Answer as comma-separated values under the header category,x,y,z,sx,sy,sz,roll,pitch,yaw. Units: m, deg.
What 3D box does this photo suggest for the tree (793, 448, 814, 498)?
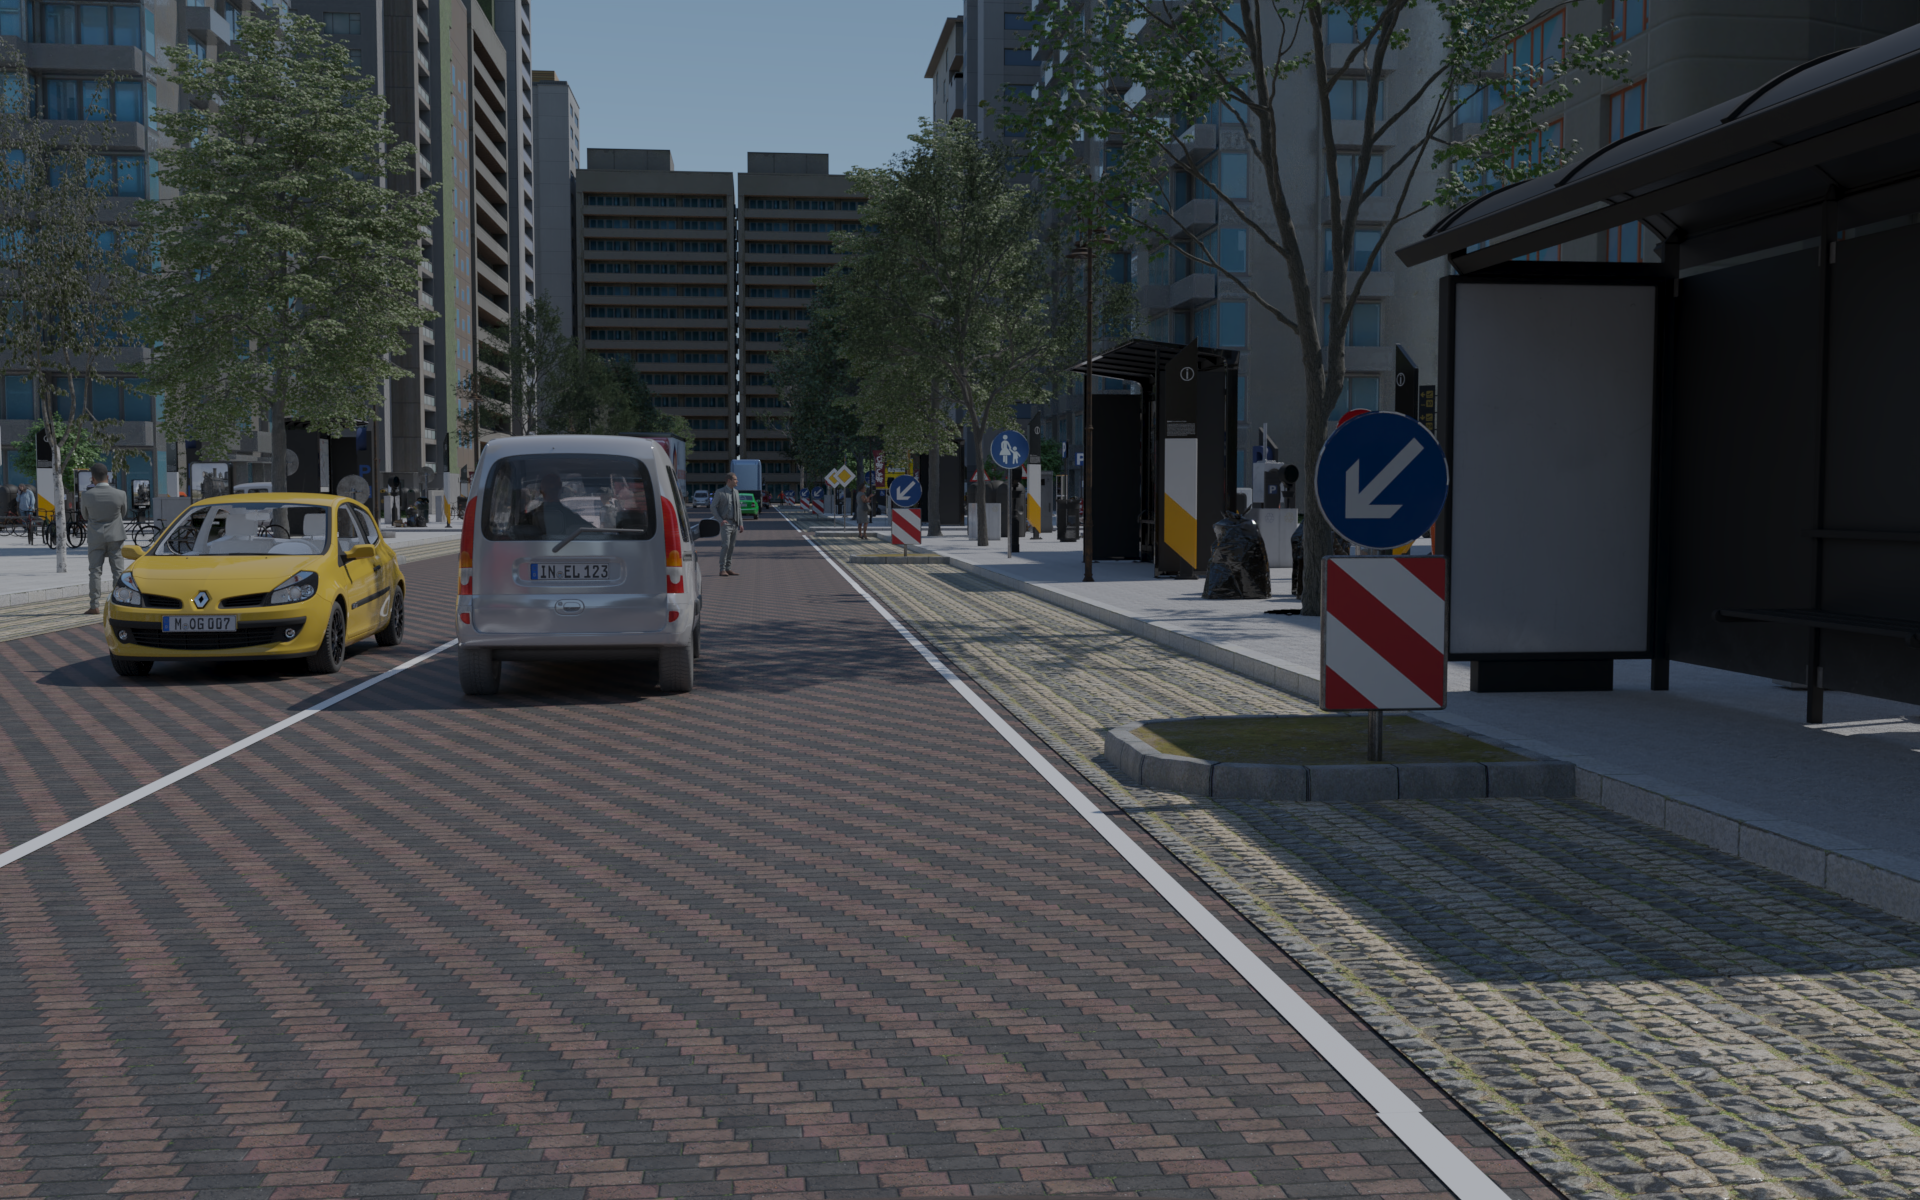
category,x,y,z,sx,sy,sz,roll,pitch,yaw
tree,-15.932,-14.245,183.266,4.737,8.622,4.395,0,3,0

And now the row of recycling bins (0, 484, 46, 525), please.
category,x,y,z,sx,sy,sz,roll,pitch,yaw
row of recycling bins,-40.299,-4.034,73.062,3.534,1.692,1.069,2,4,24

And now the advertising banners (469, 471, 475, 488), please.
category,x,y,z,sx,sy,sz,roll,pitch,yaw
advertising banners,-36.746,-8.367,132.991,2.074,3.025,0.090,1,4,10

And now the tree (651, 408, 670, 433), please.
category,x,y,z,sx,sy,sz,roll,pitch,yaw
tree,-35.672,-17.410,210.416,9.928,11.665,9.643,0,3,0

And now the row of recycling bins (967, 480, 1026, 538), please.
category,x,y,z,sx,sy,sz,roll,pitch,yaw
row of recycling bins,1.055,-2.789,52.718,1.069,1.692,3.534,-1,4,-18

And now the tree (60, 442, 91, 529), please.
category,x,y,z,sx,sy,sz,roll,pitch,yaw
tree,-33.328,-4.291,64.759,1.663,3.219,1.824,0,3,0

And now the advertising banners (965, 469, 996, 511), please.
category,x,y,z,sx,sy,sz,roll,pitch,yaw
advertising banners,1.230,-6.711,105.912,2.074,3.025,0.090,1,4,17

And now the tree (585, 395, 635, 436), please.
category,x,y,z,sx,sy,sz,roll,pitch,yaw
tree,-25.233,-10.586,123.446,4.360,8.622,3.978,0,3,0

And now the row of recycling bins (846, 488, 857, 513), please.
category,x,y,z,sx,sy,sz,roll,pitch,yaw
row of recycling bins,-7.676,-6.876,119.539,1.069,1.692,3.534,0,4,8

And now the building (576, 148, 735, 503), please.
category,x,y,z,sx,sy,sz,roll,pitch,yaw
building,-42.508,-38.067,246.089,21.600,48.544,21.300,0,4,-7

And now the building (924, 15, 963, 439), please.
category,x,y,z,sx,sy,sz,roll,pitch,yaw
building,11.624,-36.822,191.270,28.713,52.752,27.495,0,4,-7

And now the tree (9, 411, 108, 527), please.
category,x,y,z,sx,sy,sz,roll,pitch,yaw
tree,-35.386,-5.159,68.055,4.285,4.588,4.351,0,3,0

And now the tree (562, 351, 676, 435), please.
category,x,y,z,sx,sy,sz,roll,pitch,yaw
tree,-27.581,-13.615,139.619,9.611,12.733,9.660,0,3,0

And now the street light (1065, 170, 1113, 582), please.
category,x,y,z,sx,sy,sz,roll,pitch,yaw
street light,1.879,-3.204,25.166,0.468,5.910,1.993,0,4,-7

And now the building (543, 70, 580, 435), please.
category,x,y,z,sx,sy,sz,roll,pitch,yaw
building,-67.701,-42.877,243.030,28.212,58.520,21.231,0,4,-7

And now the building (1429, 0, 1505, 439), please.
category,x,y,z,sx,sy,sz,roll,pitch,yaw
building,23.751,-28.878,91.762,30.456,49.044,23.786,0,4,-7

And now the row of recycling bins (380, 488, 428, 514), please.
category,x,y,z,sx,sy,sz,roll,pitch,yaw
row of recycling bins,-36.210,-6.410,111.914,3.534,1.692,1.069,2,4,31

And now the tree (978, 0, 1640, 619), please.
category,x,y,z,sx,sy,sz,roll,pitch,yaw
tree,3.827,-5.652,18.168,9.928,11.665,9.643,0,3,0

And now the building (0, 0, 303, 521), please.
category,x,y,z,sx,sy,sz,roll,pitch,yaw
building,-49.355,-28.959,93.091,23.786,49.044,30.456,0,4,-7

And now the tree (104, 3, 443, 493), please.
category,x,y,z,sx,sy,sz,roll,pitch,yaw
tree,-15.690,-7.496,40.682,7.486,12.596,7.792,0,3,0

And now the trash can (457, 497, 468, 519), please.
category,x,y,z,sx,sy,sz,roll,pitch,yaw
trash can,-25.266,-4.690,88.341,0.748,1.137,0.748,0,3,0

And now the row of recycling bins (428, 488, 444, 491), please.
category,x,y,z,sx,sy,sz,roll,pitch,yaw
row of recycling bins,-35.390,-6.704,116.724,1.069,1.692,3.534,-3,4,-36

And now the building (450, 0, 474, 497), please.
category,x,y,z,sx,sy,sz,roll,pitch,yaw
building,-48.891,-30.196,143.807,14.600,45.320,14.200,0,4,-7

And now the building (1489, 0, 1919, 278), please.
category,x,y,z,sx,sy,sz,roll,pitch,yaw
building,28.742,-11.360,30.777,27.650,21.520,28.899,0,4,-7

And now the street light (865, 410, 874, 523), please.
category,x,y,z,sx,sy,sz,roll,pitch,yaw
street light,-3.925,-6.307,75.900,0.468,5.910,1.993,0,4,-7

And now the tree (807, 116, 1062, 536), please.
category,x,y,z,sx,sy,sz,roll,pitch,yaw
tree,-0.652,-8.201,52.208,7.486,12.596,7.792,0,3,0

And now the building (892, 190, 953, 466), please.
category,x,y,z,sx,sy,sz,roll,pitch,yaw
building,-2.923,-36.550,247.698,14.200,45.320,14.600,0,4,-7

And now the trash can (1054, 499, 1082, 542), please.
category,x,y,z,sx,sy,sz,roll,pitch,yaw
trash can,2.896,-2.119,46.301,0.748,1.137,0.748,0,3,0

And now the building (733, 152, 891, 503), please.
category,x,y,z,sx,sy,sz,roll,pitch,yaw
building,-21.074,-38.230,248.762,21.600,48.544,21.300,0,4,-7

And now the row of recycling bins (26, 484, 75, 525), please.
category,x,y,z,sx,sy,sz,roll,pitch,yaw
row of recycling bins,-37.594,-3.977,72.142,1.069,1.692,3.534,-1,4,-10

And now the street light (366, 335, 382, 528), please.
category,x,y,z,sx,sy,sz,roll,pitch,yaw
street light,-16.159,-4.590,47.839,0.468,5.910,1.993,0,4,-7

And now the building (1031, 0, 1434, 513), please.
category,x,y,z,sx,sy,sz,roll,pitch,yaw
building,17.502,-31.121,128.436,23.786,49.044,30.456,0,4,-7

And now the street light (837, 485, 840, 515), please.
category,x,y,z,sx,sy,sz,roll,pitch,yaw
street light,-7.585,-8.278,108.137,0.468,5.910,1.993,0,4,-7

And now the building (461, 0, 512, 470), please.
category,x,y,z,sx,sy,sz,roll,pitch,yaw
building,-54.310,-32.867,161.072,21.300,48.544,21.600,0,4,-7

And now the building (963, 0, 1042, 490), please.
category,x,y,z,sx,sy,sz,roll,pitch,yaw
building,10.837,-37.983,163.020,21.231,58.520,28.212,0,4,-7

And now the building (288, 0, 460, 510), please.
category,x,y,z,sx,sy,sz,roll,pitch,yaw
building,-46.131,-27.277,129.570,14.154,41.232,14.086,0,4,-7

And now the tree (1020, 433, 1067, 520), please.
category,x,y,z,sx,sy,sz,roll,pitch,yaw
tree,3.659,-6.225,85.486,4.285,4.588,4.351,0,3,0

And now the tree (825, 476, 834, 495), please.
category,x,y,z,sx,sy,sz,roll,pitch,yaw
tree,-10.050,-11.290,134.959,4.360,8.622,3.978,0,3,0

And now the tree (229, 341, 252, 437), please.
category,x,y,z,sx,sy,sz,roll,pitch,yaw
tree,-33.655,-7.749,77.056,4.360,8.622,3.978,0,3,0

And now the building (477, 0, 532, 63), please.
category,x,y,z,sx,sy,sz,roll,pitch,yaw
building,-60.829,-39.443,186.897,28.212,58.520,21.231,0,4,-7

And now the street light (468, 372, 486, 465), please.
category,x,y,z,sx,sy,sz,roll,pitch,yaw
street light,-18.217,-5.662,65.361,0.468,5.910,1.993,0,4,-7

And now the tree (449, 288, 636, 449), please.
category,x,y,z,sx,sy,sz,roll,pitch,yaw
tree,-19.457,-8.781,77.984,7.601,10.594,8.767,0,4,1

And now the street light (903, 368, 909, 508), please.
category,x,y,z,sx,sy,sz,roll,pitch,yaw
street light,-1.816,-5.235,58.384,0.468,5.910,1.993,0,4,-7

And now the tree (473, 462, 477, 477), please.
category,x,y,z,sx,sy,sz,roll,pitch,yaw
tree,-34.840,-8.909,129.374,4.285,4.588,4.351,0,3,0

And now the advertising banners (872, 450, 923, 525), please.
category,x,y,z,sx,sy,sz,roll,pitch,yaw
advertising banners,-2.478,-4.435,68.698,2.074,3.025,0.090,-1,4,-19

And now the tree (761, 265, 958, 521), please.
category,x,y,z,sx,sy,sz,roll,pitch,yaw
tree,-4.869,-10.227,84.217,9.611,12.733,9.660,0,3,0

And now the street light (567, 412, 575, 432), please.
category,x,y,z,sx,sy,sz,roll,pitch,yaw
street light,-21.892,-7.634,97.596,0.468,5.910,1.993,0,4,-7

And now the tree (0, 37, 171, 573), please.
category,x,y,z,sx,sy,sz,roll,pitch,yaw
tree,-14.643,-4.737,27.805,4.360,8.622,3.978,0,3,0

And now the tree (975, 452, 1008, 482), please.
category,x,y,z,sx,sy,sz,roll,pitch,yaw
tree,1.209,-5.045,77.089,1.663,3.219,1.824,0,3,0

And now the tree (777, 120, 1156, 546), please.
category,x,y,z,sx,sy,sz,roll,pitch,yaw
tree,0.625,-6.617,42.604,8.767,10.594,7.601,0,4,6

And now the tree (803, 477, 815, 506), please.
category,x,y,z,sx,sy,sz,roll,pitch,yaw
tree,-16.292,-11.783,187.253,1.663,3.219,1.824,0,3,0

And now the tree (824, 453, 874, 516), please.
category,x,y,z,sx,sy,sz,roll,pitch,yaw
tree,-6.334,-7.229,101.900,4.285,4.588,4.351,0,3,0

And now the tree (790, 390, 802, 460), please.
category,x,y,z,sx,sy,sz,roll,pitch,yaw
tree,-8.798,-12.780,127.083,7.486,12.596,7.792,0,3,0

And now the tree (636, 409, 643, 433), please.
category,x,y,z,sx,sy,sz,roll,pitch,yaw
tree,-23.203,-10.561,107.078,8.767,10.594,7.601,2,4,24

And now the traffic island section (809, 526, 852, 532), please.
category,x,y,z,sx,sy,sz,roll,pitch,yaw
traffic island section,-4.794,-2.708,66.560,2.009,0.180,2.903,0,4,-7

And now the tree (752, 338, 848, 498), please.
category,x,y,z,sx,sy,sz,roll,pitch,yaw
tree,-18.258,-21.371,205.297,12.611,20.169,13.585,0,3,0
